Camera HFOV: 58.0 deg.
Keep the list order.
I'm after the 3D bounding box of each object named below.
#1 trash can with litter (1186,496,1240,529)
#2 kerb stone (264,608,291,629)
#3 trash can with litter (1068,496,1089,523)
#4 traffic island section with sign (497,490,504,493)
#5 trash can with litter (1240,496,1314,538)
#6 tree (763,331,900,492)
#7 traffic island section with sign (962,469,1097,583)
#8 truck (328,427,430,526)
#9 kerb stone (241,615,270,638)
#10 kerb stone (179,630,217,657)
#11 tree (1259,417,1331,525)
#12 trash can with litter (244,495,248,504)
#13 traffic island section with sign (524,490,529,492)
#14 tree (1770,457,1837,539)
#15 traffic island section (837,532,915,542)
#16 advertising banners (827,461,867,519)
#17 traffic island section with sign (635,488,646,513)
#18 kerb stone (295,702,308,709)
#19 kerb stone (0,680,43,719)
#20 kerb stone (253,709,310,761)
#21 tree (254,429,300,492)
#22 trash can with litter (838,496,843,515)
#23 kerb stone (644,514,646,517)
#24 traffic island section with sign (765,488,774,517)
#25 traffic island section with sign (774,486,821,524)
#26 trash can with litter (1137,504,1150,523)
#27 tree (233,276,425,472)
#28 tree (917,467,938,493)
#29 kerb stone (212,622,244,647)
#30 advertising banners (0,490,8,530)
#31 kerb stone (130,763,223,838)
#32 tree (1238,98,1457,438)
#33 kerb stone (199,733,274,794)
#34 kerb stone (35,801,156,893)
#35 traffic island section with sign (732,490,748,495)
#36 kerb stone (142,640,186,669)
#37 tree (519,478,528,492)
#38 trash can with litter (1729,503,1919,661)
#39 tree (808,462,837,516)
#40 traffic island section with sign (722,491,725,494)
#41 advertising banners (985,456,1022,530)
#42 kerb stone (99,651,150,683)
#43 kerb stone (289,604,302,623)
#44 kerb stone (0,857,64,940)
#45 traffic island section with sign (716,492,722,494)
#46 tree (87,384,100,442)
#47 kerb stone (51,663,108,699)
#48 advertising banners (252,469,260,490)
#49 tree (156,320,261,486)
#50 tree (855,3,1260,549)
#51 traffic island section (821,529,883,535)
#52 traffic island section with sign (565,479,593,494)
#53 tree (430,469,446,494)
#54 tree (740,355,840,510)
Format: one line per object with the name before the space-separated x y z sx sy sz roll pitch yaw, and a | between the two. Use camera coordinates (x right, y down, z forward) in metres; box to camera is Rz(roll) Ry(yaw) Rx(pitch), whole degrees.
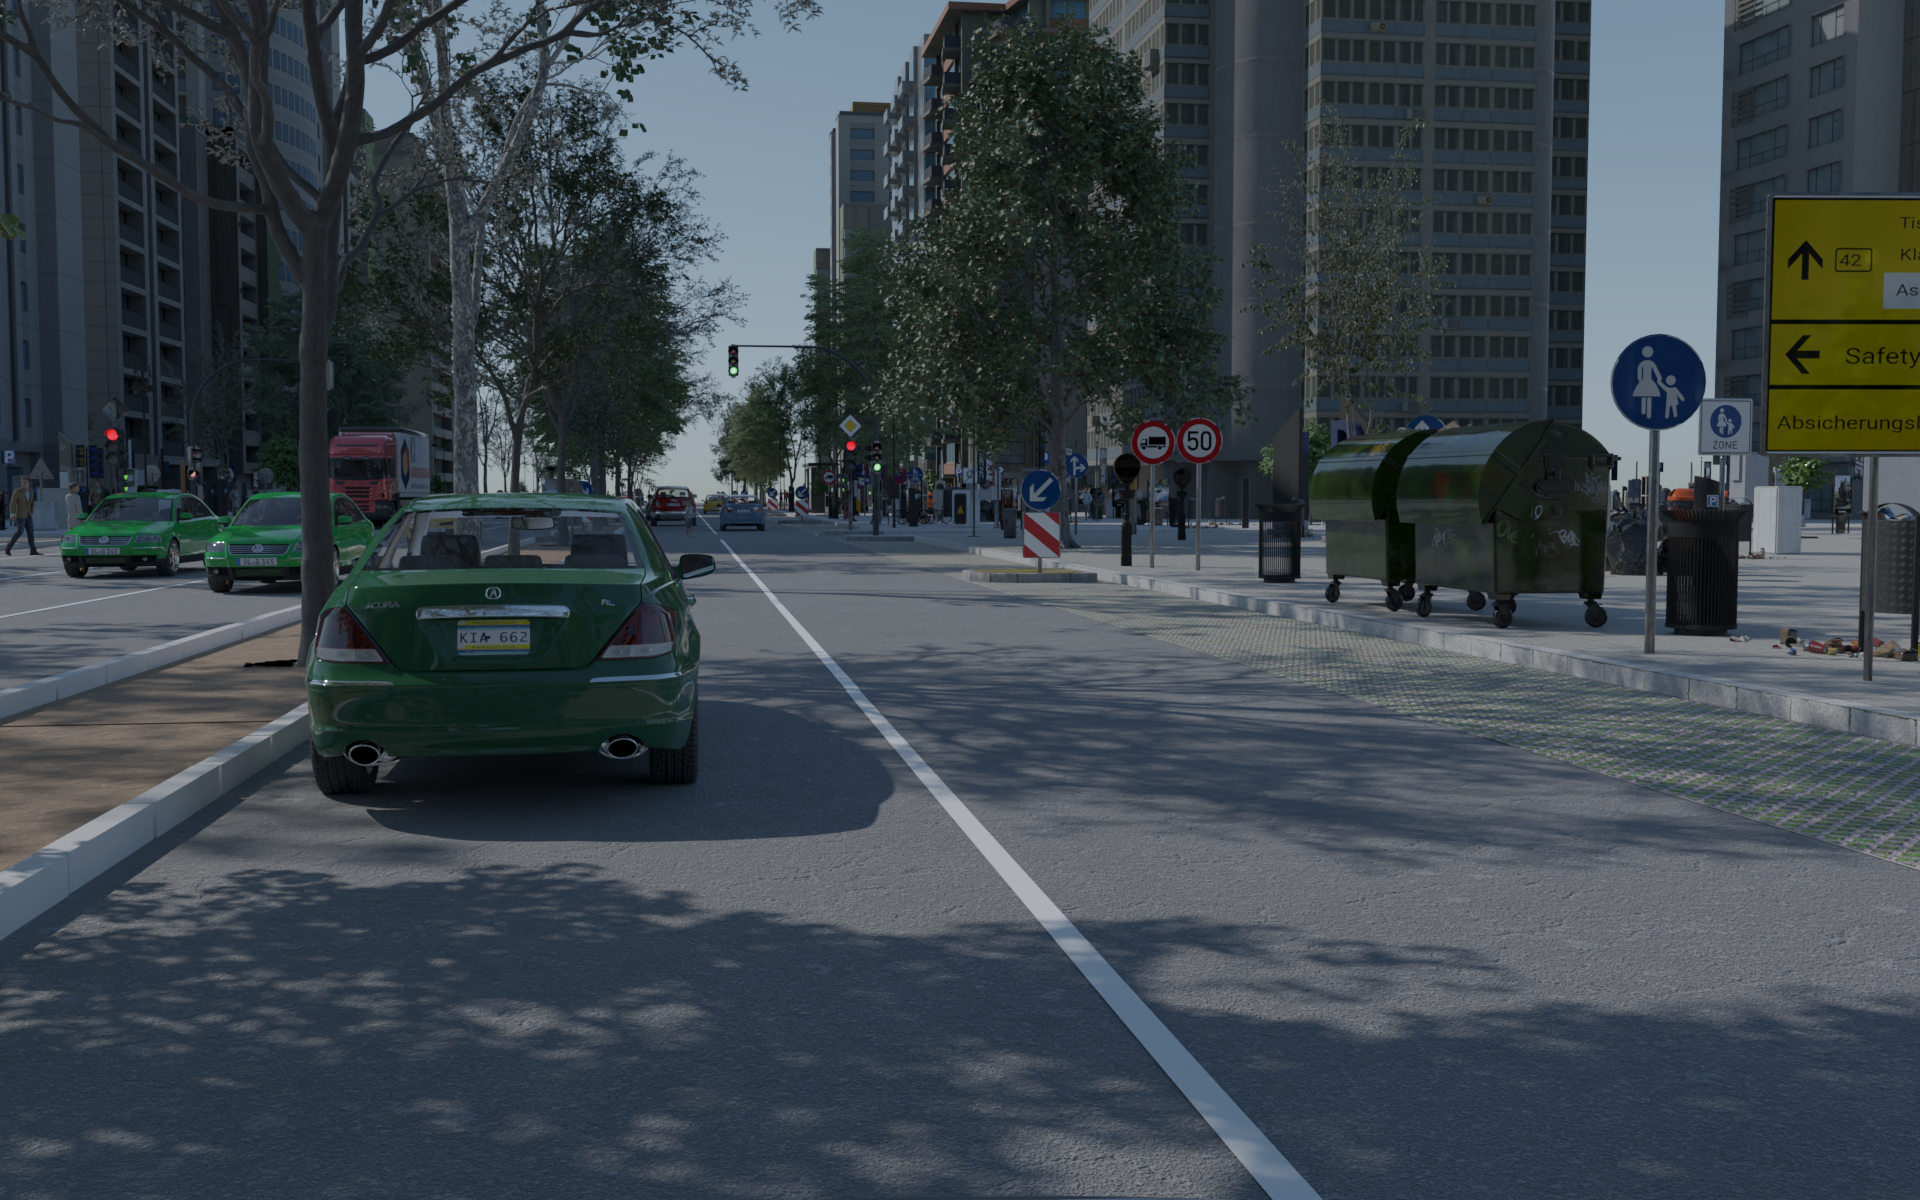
trash can with litter | 9.109 -3.278 64.659 2.233 1.210 1.678 -2 4 -30
kerb stone | -7.361 0.224 18.525 0.120 0.150 1.000 -1 4 -9
trash can with litter | 4.544 -4.023 76.830 1.678 1.210 2.233 -3 5 -41
traffic island section with sign | -41.505 -9.043 156.482 1.989 1.847 2.006 -1 4 -9
trash can with litter | 9.689 -2.452 51.155 1.678 1.210 2.233 3 5 44
tree | -7.011 -10.018 98.214 8.767 10.594 7.601 0 4 -2
traffic island section with sign | 1.080 -1.229 28.714 1.989 1.847 2.006 -1 4 -9
truck | -24.974 -5.239 74.577 2.839 4.237 11.283 -1 4 -8
kerb stone | -7.189 0.287 17.514 0.120 0.150 1.000 -1 4 -9
kerb stone | -6.865 0.410 15.495 0.120 0.150 1.000 -1 4 -9
tree | 15.095 -5.718 77.208 4.285 4.588 4.351 0 3 0
trash can with litter | -47.161 -6.365 115.126 1.678 1.210 2.233 0 4 3
traffic island section with sign | -45.794 -10.671 183.095 1.989 1.847 2.006 -1 4 -9
tree | 24.375 -3.402 50.218 1.663 3.219 1.824 0 3 0
traffic island section | -2.586 -1.913 53.562 2.009 0.180 2.903 -1 4 -9
advertising banners | -5.886 -5.764 90.432 2.074 3.025 0.090 0 4 -2
traffic island section with sign | -24.890 -7.688 133.831 2.006 1.907 1.989 -1 4 -9
kerb stone | -3.975 0.701 10.734 0.120 0.150 1.000 -1 4 -9
kerb stone | -6.218 0.657 11.448 0.120 0.150 1.000 -1 4 -9
kerb stone | -3.808 0.763 9.725 0.120 0.150 1.000 -1 4 -9
tree | -33.531 -6.301 86.740 4.285 4.588 4.351 0 3 0
trash can with litter | -7.333 -5.872 107.400 1.055 1.170 0.624 3 4 37
kerb stone | -21.189 -5.833 117.567 0.120 0.150 1.000 -1 4 -9
traffic island section with sign | -12.114 -6.238 110.617 1.989 1.847 2.006 -1 4 -9
traffic island section with sign | -7.804 -4.598 83.811 1.989 1.847 2.006 -1 4 -9
trash can with litter | 8.157 -4.074 77.990 1.055 1.170 0.624 2 4 33
tree | -35.043 -11.627 96.758 9.857 13.997 8.962 0 3 0
tree | -2.257 -7.875 123.359 1.663 3.219 1.824 0 3 0
kerb stone | -7.034 0.348 16.503 0.120 0.150 1.000 -1 4 -9
advertising banners | -34.579 -3.956 60.875 2.074 3.025 0.090 0 4 -3
kerb stone | -3.485 0.887 7.698 0.120 0.150 1.000 -1 4 -9
tree | 7.354 -5.003 32.162 4.360 8.622 3.978 0 3 0
kerb stone | -3.648 0.828 8.716 0.120 0.150 1.000 -1 4 -9
kerb stone | -3.327 0.949 6.682 0.120 0.150 1.000 -1 4 -9
traffic island section with sign | -19.963 -9.216 159.314 1.989 1.847 2.006 -1 4 -9
kerb stone | -6.702 0.474 14.486 0.120 0.150 1.000 -1 4 -9
tree | -52.062 -12.888 205.319 1.663 3.219 1.824 0 3 0
trash can with litter | 7.338 -0.187 14.122 1.678 1.210 2.233 -1 4 -19
tree | -8.104 -6.644 103.232 1.663 3.219 1.824 0 3 0
traffic island section with sign | -24.250 -10.844 185.927 1.989 1.847 2.006 -1 4 -9
advertising banners | 1.711 -4.010 61.752 2.074 3.025 0.090 -1 4 -21
kerb stone | -6.538 0.533 13.477 0.120 0.150 1.000 -1 4 -9
kerb stone | -7.522 0.167 19.541 0.120 0.150 1.000 -1 4 -9
kerb stone | -3.160 1.012 5.673 0.120 0.150 1.000 -1 4 -9
traffic island section with sign | -37.516 -15.881 268.283 1.989 1.847 2.006 -1 4 -9
tree | -54.298 -9.470 105.202 4.360 8.622 3.978 0 3 0
kerb stone | -6.375 0.595 12.461 0.120 0.150 1.000 -1 4 -9
advertising banners | -47.992 -7.568 119.923 2.074 3.025 0.090 -3 5 -44
tree | -31.140 -7.468 72.457 4.360 8.622 3.978 0 3 0
tree | 2.239 -7.576 40.872 9.611 12.733 9.660 0 3 0
traffic island section | -3.857 -2.395 61.446 2.009 0.180 2.903 -1 4 -9
traffic island section with sign | -12.930 -3.150 59.647 2.006 1.907 1.989 -1 4 -9
tree | -41.273 -8.671 136.377 1.663 3.219 1.824 0 3 0
tree | -12.469 -12.419 128.804 9.928 11.665 9.643 0 3 0
